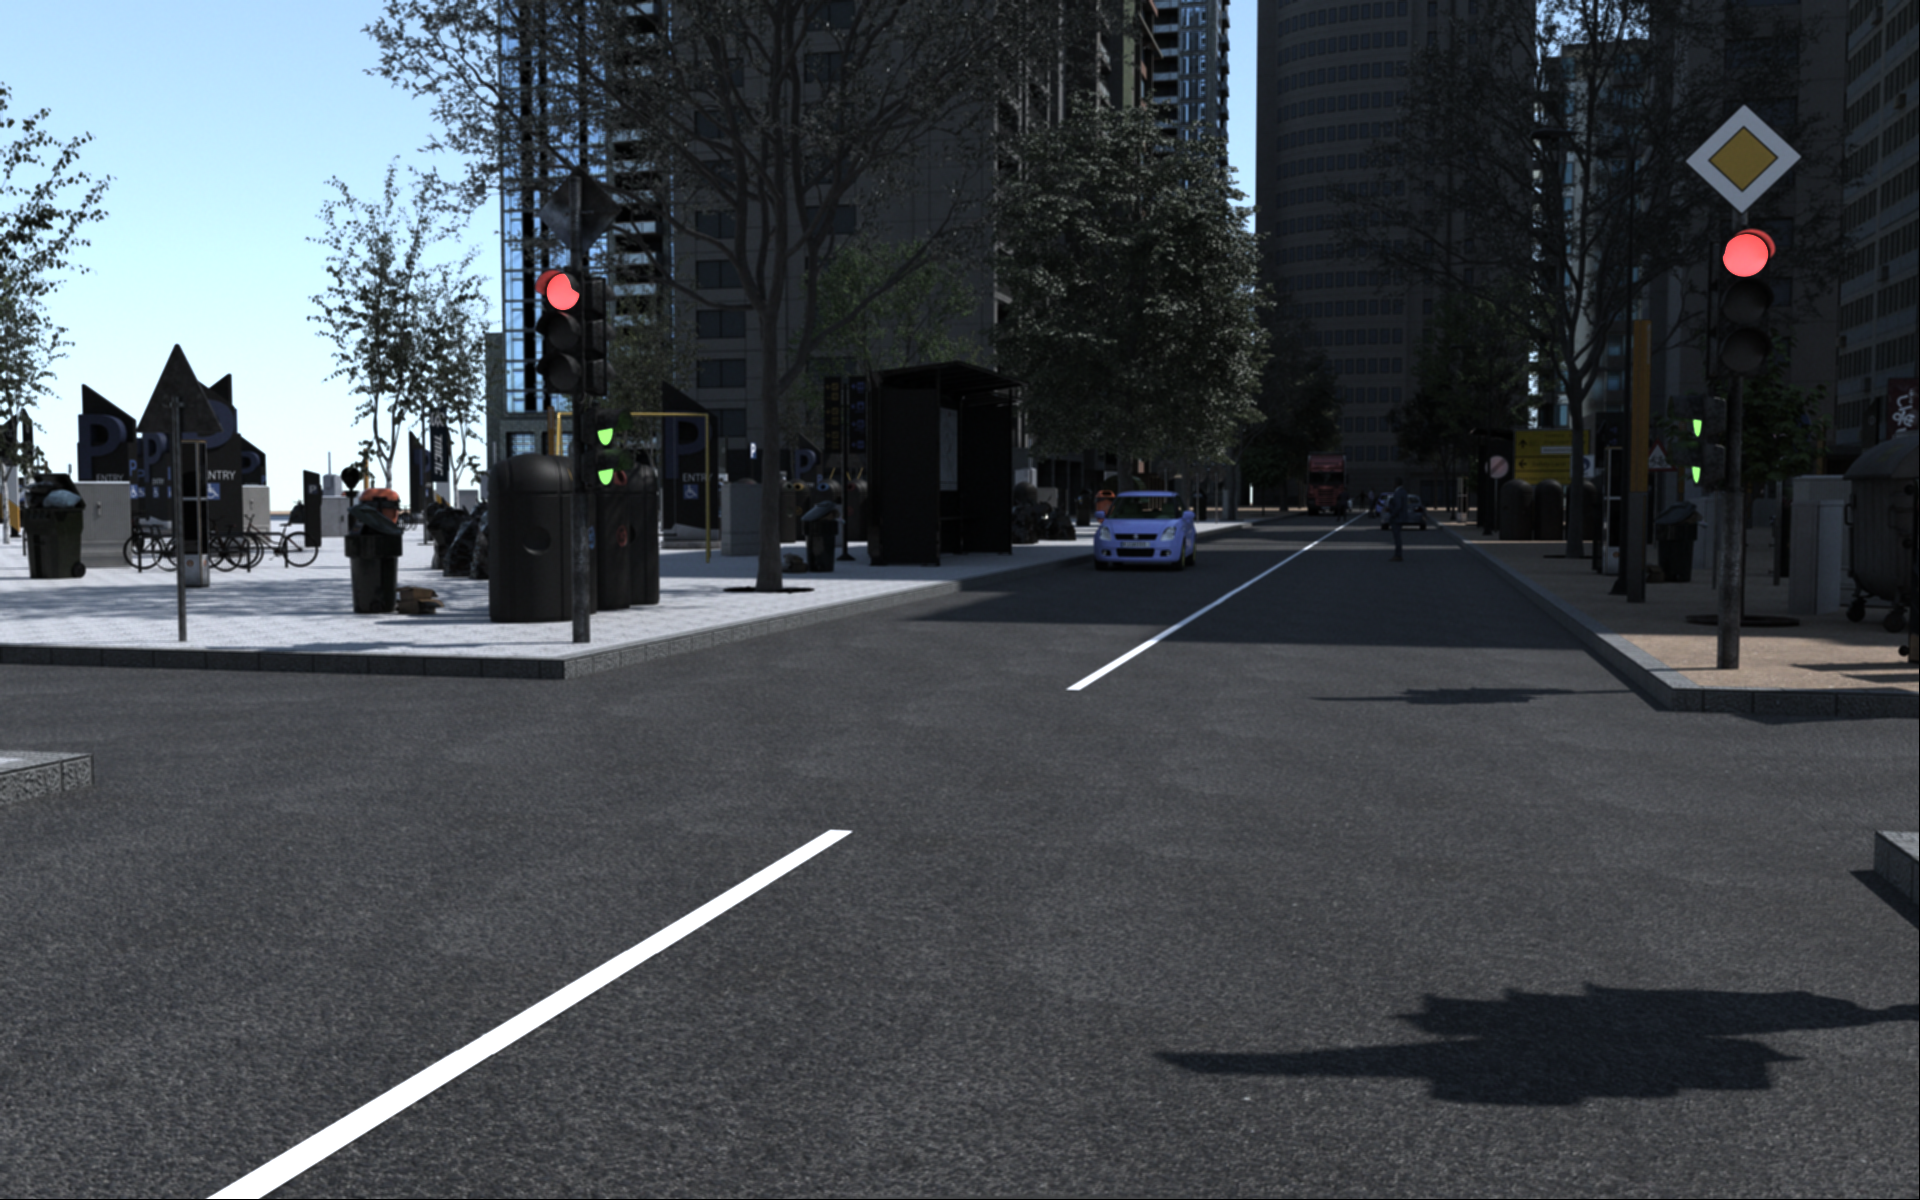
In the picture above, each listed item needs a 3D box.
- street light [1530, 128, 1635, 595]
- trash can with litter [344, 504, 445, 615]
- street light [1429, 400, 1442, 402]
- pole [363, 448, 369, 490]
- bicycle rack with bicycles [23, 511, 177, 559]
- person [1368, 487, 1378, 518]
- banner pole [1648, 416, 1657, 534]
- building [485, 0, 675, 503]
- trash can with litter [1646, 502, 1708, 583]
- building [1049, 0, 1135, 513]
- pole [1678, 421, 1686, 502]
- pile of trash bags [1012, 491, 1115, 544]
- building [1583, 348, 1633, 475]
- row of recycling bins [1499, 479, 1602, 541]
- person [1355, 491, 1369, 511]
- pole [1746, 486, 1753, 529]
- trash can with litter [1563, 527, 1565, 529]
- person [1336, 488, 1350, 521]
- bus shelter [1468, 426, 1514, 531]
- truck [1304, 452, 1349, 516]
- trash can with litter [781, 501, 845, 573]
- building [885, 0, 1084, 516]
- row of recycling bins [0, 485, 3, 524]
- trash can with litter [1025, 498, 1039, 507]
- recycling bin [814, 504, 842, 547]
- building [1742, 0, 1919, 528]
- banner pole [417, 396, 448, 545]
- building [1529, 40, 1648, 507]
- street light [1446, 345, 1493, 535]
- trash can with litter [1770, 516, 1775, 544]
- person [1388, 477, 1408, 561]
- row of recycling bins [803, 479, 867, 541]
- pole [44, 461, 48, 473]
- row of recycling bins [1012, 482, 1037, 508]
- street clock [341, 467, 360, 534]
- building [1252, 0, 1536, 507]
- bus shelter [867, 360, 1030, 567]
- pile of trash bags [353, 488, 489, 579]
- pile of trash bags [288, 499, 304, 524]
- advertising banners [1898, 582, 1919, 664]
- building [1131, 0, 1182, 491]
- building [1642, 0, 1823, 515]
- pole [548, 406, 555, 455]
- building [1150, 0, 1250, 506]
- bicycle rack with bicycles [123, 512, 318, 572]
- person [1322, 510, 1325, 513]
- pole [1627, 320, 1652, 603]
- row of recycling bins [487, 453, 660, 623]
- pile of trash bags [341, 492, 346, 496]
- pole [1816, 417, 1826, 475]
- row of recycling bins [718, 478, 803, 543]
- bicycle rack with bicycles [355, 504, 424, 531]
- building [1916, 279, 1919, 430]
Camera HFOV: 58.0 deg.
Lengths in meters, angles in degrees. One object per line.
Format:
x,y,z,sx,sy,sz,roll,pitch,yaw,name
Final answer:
7.933,-3.028,22.057,1.470,5.913,1.316,1,4,14,street light
-6.089,-0.447,18.702,1.055,1.170,0.624,1,4,14,trash can with litter
23.848,-6.912,85.549,1.470,5.913,1.316,1,4,14,street light
-26.461,-5.097,77.185,0.158,3.312,0.155,0,3,0,pole
-18.332,-1.439,36.906,2.852,0.926,2.925,0,4,7,bicycle rack with bicycles
24.611,-5.785,102.959,0.599,1.838,0.709,3,4,37,person
21.979,-3.980,55.097,0.401,3.779,0.863,3,5,44,banner pole
-26.017,-51.288,151.226,31.000,86.520,22.319,1,4,14,building
10.257,-0.839,25.108,1.055,1.170,0.624,-2,4,-30,trash can with litter
4.012,-26.683,119.864,14.154,41.232,14.086,1,4,14,building
20.297,-3.357,48.731,0.158,3.312,0.155,0,3,0,pole
2.698,-2.363,48.385,3.447,1.369,1.912,-1,4,-13,pile of trash bags
59.467,-49.749,126.072,22.319,86.520,31.000,1,4,14,building
16.709,-2.489,47.809,3.534,1.692,1.069,0,4,-3,row of recycling bins
33.335,-8.199,143.374,1.217,1.723,0.721,1,4,21,person
29.093,-4.276,63.751,0.158,3.312,0.155,0,3,0,pole
21.598,-2.999,60.422,1.055,1.170,0.624,-2,4,-29,trash can with litter
20.212,-5.048,91.478,0.683,1.767,0.568,0,4,2,person
19.455,-4.382,62.921,1.731,3.624,6.357,1,4,14,bus shelter
24.794,-7.841,117.115,2.839,4.237,11.283,1,4,12,truck
-2.448,-1.038,28.357,1.055,1.170,0.624,-3,5,-42,trash can with litter
-3.442,-40.576,101.671,20.563,71.187,20.611,1,4,14,building
-41.904,-4.096,74.089,1.069,1.692,3.534,1,4,10,row of recycling bins
2.420,-2.461,51.628,1.055,1.170,0.624,2,4,28,trash can with litter
-3.168,-1.805,42.072,0.722,1.027,0.722,0,4,-5,recycling bin
46.946,-22.666,62.474,32.217,40.220,23.993,1,4,14,building
-13.331,-3.290,43.805,0.863,3.779,0.401,-3,5,-40,banner pole
75.171,-34.379,181.710,30.456,49.044,23.786,1,4,14,building
15.917,-4.978,53.934,1.470,5.913,1.316,1,4,14,street light
13.249,-0.958,27.054,1.055,1.170,0.624,1,4,17,trash can with litter
9.380,-1.737,37.082,0.419,1.800,0.721,1,4,19,person
-3.245,-2.463,47.391,3.534,1.692,1.069,1,4,20,row of recycling bins
-55.821,-6.851,105.864,0.158,3.312,0.155,0,3,0,pole
0.812,-3.092,57.669,3.534,1.692,1.069,0,4,0,row of recycling bins
-16.241,-2.548,46.233,0.471,2.002,0.358,0,4,-7,street clock
46.461,-39.482,187.524,28.212,58.520,21.231,1,4,14,building
-0.119,-2.594,33.699,1.731,3.624,6.357,1,4,14,bus shelter
-7.435,-1.028,26.563,3.447,1.369,1.912,-2,4,-25,pile of trash bags
-27.864,-4.068,76.260,1.912,1.369,3.447,1,4,16,pile of trash bags
7.293,-0.978,12.170,0.090,3.025,2.074,0,4,-3,advertising banners
3.313,-30.078,146.406,28.867,44.769,22.147,1,4,14,building
50.572,-34.048,98.688,21.231,58.520,28.212,1,4,14,building
-9.514,-2.846,40.378,0.158,3.312,0.155,0,3,0,pole
17.002,-53.920,194.261,31.000,86.520,22.319,1,4,14,building
-12.741,-0.977,29.360,2.925,0.926,2.852,0,4,-1,bicycle rack with bicycles
27.293,-7.432,130.021,0.705,1.824,1.348,1,4,22,person
8.003,-1.624,20.400,0.158,3.312,0.155,0,3,0,pole
-4.185,-0.719,18.862,1.069,1.692,3.534,1,4,9,row of recycling bins
-8.823,-1.248,30.159,3.447,1.369,1.912,1,4,8,pile of trash bags
22.711,-3.173,45.722,0.158,3.312,0.155,0,3,0,pole
-5.974,-2.312,44.916,3.534,1.692,1.069,-2,4,-29,row of recycling bins
-20.228,-2.958,61.737,2.925,0.926,2.852,3,5,44,bicycle rack with bicycles
31.451,-23.744,38.318,14.600,45.320,14.200,1,4,14,building
